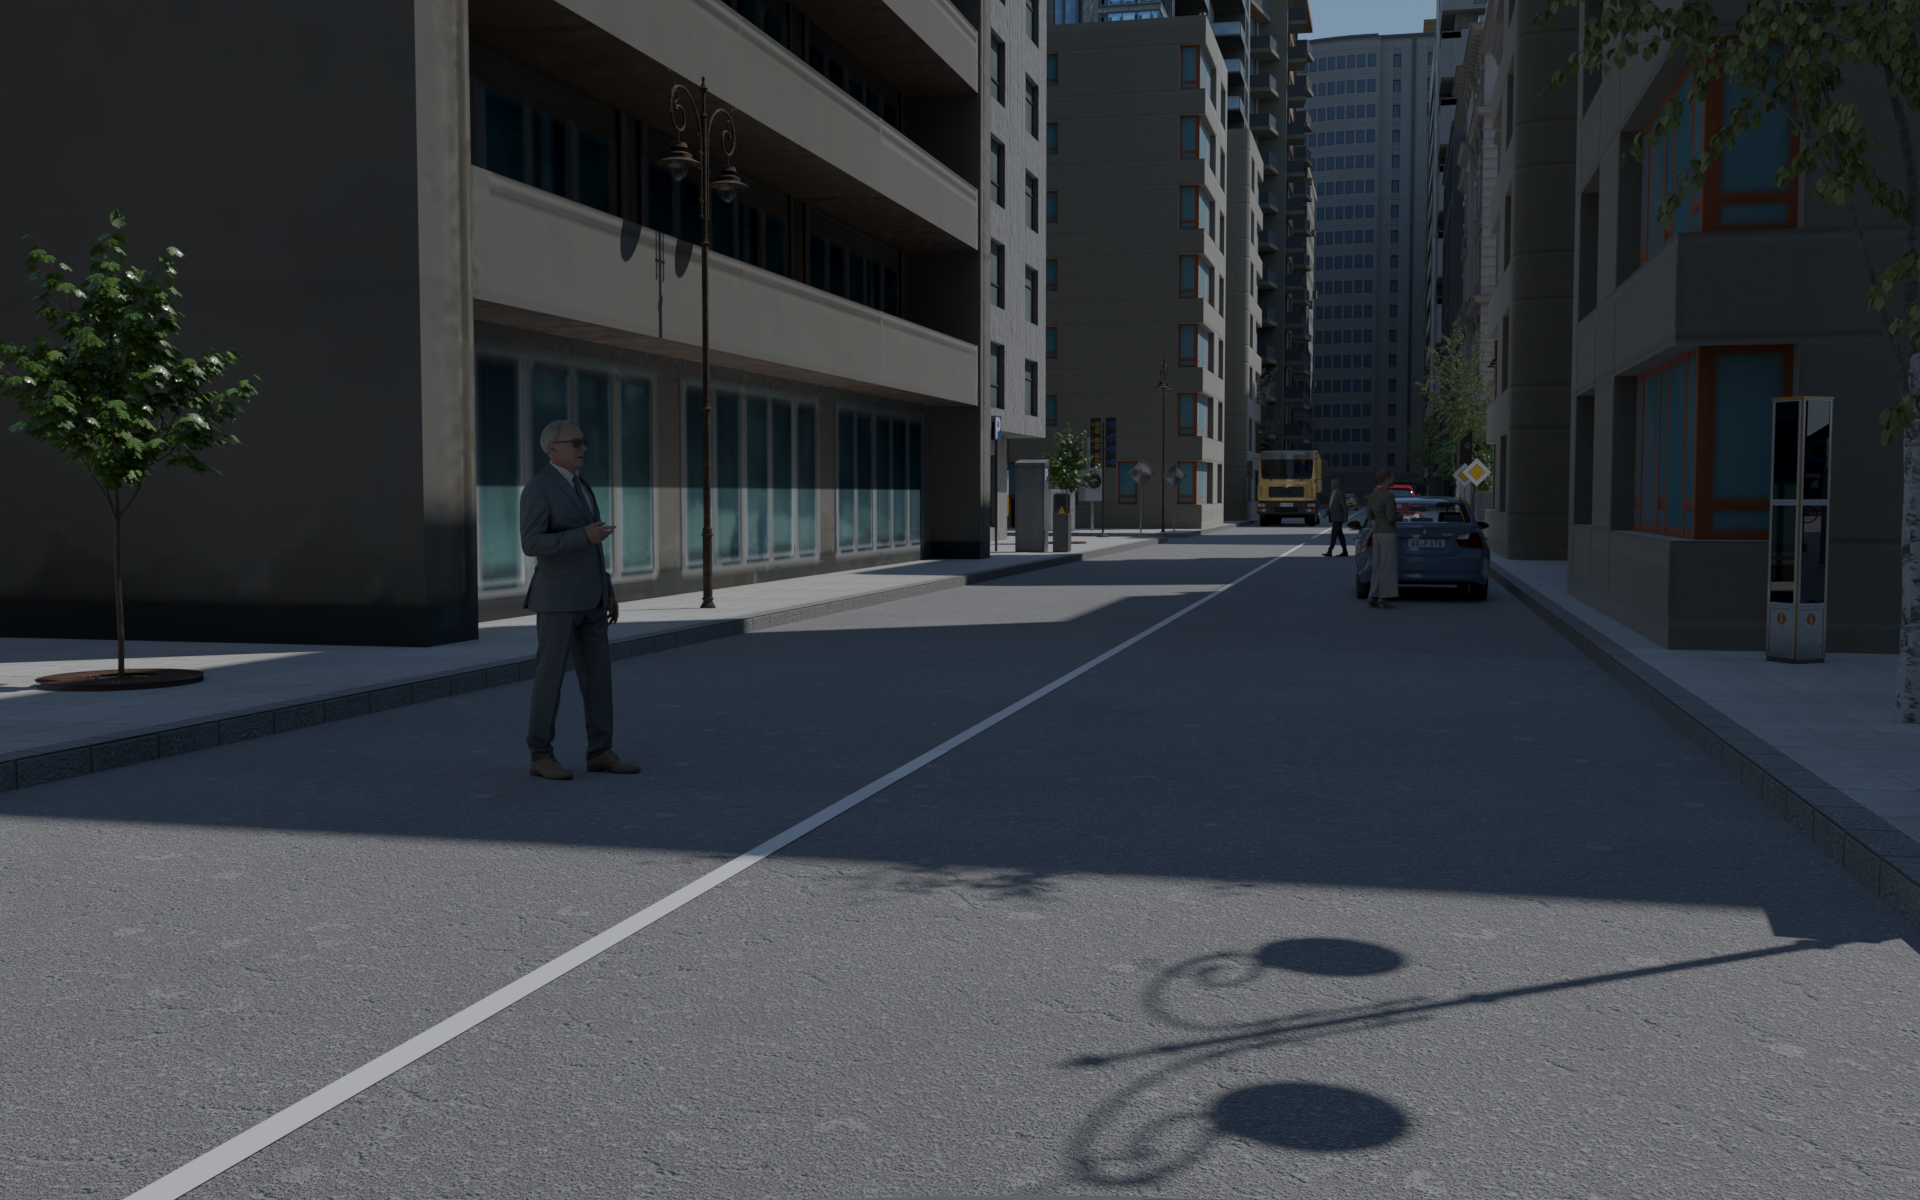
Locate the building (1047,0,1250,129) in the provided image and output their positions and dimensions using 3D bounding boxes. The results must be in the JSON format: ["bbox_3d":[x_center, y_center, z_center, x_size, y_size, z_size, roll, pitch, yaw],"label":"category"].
[{"bbox_3d":[9.039,-49.050,114.644,22.319,86.520,31.000,1,4,14],"label":"building"}]

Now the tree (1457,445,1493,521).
[{"bbox_3d":[20.703,-4.525,68.593,1.663,3.219,1.824,0,3,0],"label":"tree"}]

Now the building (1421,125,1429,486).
[{"bbox_3d":[58.999,-31.172,193.264,14.154,41.232,14.086,1,4,14],"label":"building"}]

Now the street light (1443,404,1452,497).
[{"bbox_3d":[24.261,-6.931,86.107,0.468,5.910,1.993,1,4,14],"label":"street light"}]

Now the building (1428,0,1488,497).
[{"bbox_3d":[55.135,-34.302,150.077,28.713,52.752,27.495,1,4,14],"label":"building"}]

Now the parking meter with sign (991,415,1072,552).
[{"bbox_3d":[1.596,-2.574,38.343,1.738,3.016,0.543,1,4,17],"label":"parking meter with sign"}]

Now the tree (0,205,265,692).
[{"bbox_3d":[-5.558,-1.045,11.687,1.663,3.219,1.824,0,3,0],"label":"tree"}]

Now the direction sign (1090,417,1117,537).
[{"bbox_3d":[4.248,-3.634,51.406,0.876,3.537,0.379,2,4,35],"label":"direction sign"}]

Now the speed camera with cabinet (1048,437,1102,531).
[{"bbox_3d":[3.919,-4.019,60.039,2.038,3.252,0.660,-1,4,-22],"label":"speed camera with cabinet"}]

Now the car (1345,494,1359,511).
[{"bbox_3d":[33.887,-8.635,151.403,2.015,1.641,3.980,1,4,15],"label":"car"}]

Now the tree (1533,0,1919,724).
[{"bbox_3d":[5.108,-3.616,9.482,4.737,8.622,4.395,0,3,0],"label":"tree"}]

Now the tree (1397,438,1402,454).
[{"bbox_3d":[35.872,-11.160,132.833,4.737,8.622,4.395,0,3,0],"label":"tree"}]

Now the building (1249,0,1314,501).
[{"bbox_3d":[18.238,-30.117,147.041,22.147,44.769,28.867,1,4,14],"label":"building"}]

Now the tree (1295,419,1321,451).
[{"bbox_3d":[32.379,-13.151,165.378,4.360,8.622,3.978,0,3,0],"label":"tree"}]

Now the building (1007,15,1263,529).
[{"bbox_3d":[-1.083,-14.377,80.108,27.650,21.520,28.899,1,4,14],"label":"building"}]

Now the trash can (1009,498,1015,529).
[{"bbox_3d":[2.184,-3.199,63.955,0.748,1.137,0.748,0,3,0],"label":"trash can"}]

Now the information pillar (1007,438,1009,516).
[{"bbox_3d":[1.498,-4.193,59.906,0.183,3.616,0.504,3,5,39],"label":"information pillar"}]

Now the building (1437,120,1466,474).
[{"bbox_3d":[39.568,-19.667,115.063,14.314,27.812,24.014,1,4,14],"label":"building"}]

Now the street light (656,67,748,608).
[{"bbox_3d":[-2.840,-2.847,19.334,0.468,5.910,1.993,1,4,14],"label":"street light"}]

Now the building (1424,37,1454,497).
[{"bbox_3d":[58.363,-33.707,174.819,21.300,48.544,21.600,1,4,14],"label":"building"}]

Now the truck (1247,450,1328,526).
[{"bbox_3d":[15.103,-5.091,79.156,3.469,3.379,9.791,1,4,13],"label":"truck"}]

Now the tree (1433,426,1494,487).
[{"bbox_3d":[23.406,-5.854,79.431,4.285,4.588,4.351,0,3,0],"label":"tree"}]

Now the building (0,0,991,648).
[{"bbox_3d":[-12.261,-24.588,25.715,21.300,48.544,21.600,1,4,14],"label":"building"}]

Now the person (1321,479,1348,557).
[{"bbox_3d":[8.527,-1.871,39.488,0.834,1.777,0.661,-2,4,-24],"label":"person"}]

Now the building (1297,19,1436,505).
[{"bbox_3d":[51.158,-41.506,220.614,28.212,58.520,21.231,1,4,14],"label":"building"}]

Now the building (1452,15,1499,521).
[{"bbox_3d":[33.579,-18.635,92.064,14.401,28.519,23.554,1,4,14],"label":"building"}]

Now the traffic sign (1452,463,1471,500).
[{"bbox_3d":[16.254,-3.191,55.816,0.795,2.450,0.064,1,4,14],"label":"traffic sign"}]

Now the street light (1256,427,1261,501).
[{"bbox_3d":[17.141,-7.765,99.738,0.468,5.910,1.993,1,4,14],"label":"street light"}]

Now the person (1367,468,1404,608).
[{"bbox_3d":[5.350,-0.773,21.696,0.362,1.759,0.519,-1,4,-21],"label":"person"}]

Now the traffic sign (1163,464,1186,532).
[{"bbox_3d":[7.191,-3.330,58.083,0.795,2.450,0.064,1,4,14],"label":"traffic sign"}]

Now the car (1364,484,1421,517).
[{"bbox_3d":[17.567,-3.772,70.353,2.281,1.827,5.304,1,4,12],"label":"car"}]

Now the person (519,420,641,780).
[{"bbox_3d":[-1.902,-0.003,8.731,0.590,1.801,0.661,1,4,21],"label":"person"}]

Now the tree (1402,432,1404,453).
[{"bbox_3d":[21.730,-7.604,74.684,4.737,8.622,4.395,0,3,0],"label":"tree"}]

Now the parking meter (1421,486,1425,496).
[{"bbox_3d":[33.143,-7.234,123.985,0.255,1.863,0.399,0,4,8],"label":"parking meter"}]

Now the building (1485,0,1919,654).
[{"bbox_3d":[22.733,-10.963,24.289,27.650,21.520,28.899,1,4,14],"label":"building"}]

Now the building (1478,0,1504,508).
[{"bbox_3d":[28.546,-13.570,58.027,21.152,22.565,11.583,1,4,14],"label":"building"}]

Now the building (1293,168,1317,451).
[{"bbox_3d":[27.155,-30.612,192.393,23.993,40.220,32.217,1,4,14],"label":"building"}]

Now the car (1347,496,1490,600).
[{"bbox_3d":[6.564,-0.783,24.804,2.014,1.417,4.499,1,4,13],"label":"car"}]

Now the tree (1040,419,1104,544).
[{"bbox_3d":[2.901,-3.072,44.832,1.663,3.219,1.824,0,3,0],"label":"tree"}]

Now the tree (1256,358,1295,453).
[{"bbox_3d":[15.565,-8.770,93.747,4.360,8.622,3.978,0,3,0],"label":"tree"}]

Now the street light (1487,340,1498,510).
[{"bbox_3d":[14.703,-4.572,47.537,0.468,5.910,1.993,1,4,14],"label":"street light"}]

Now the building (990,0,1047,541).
[{"bbox_3d":[-5.231,-16.794,46.288,14.107,30.474,14.160,1,4,14],"label":"building"}]

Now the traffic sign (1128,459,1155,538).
[{"bbox_3d":[5.262,-2.856,50.334,0.795,2.450,0.064,1,4,14],"label":"traffic sign"}]

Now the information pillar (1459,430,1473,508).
[{"bbox_3d":[18.631,-4.430,63.791,0.183,3.616,0.504,-3,5,-40],"label":"information pillar"}]

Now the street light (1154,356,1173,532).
[{"bbox_3d":[6.862,-5.233,58.344,0.468,5.910,1.993,1,4,14],"label":"street light"}]

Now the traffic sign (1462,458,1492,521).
[{"bbox_3d":[14.326,-2.717,48.066,0.795,2.450,0.064,1,4,14],"label":"traffic sign"}]

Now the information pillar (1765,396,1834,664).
[{"bbox_3d":[6.382,-0.531,13.173,0.304,2.012,0.304,-1,4,-19],"label":"information pillar"}]

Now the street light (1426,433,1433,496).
[{"bbox_3d":[34.655,-9.486,127.888,0.468,5.910,1.993,1,4,14],"label":"street light"}]
